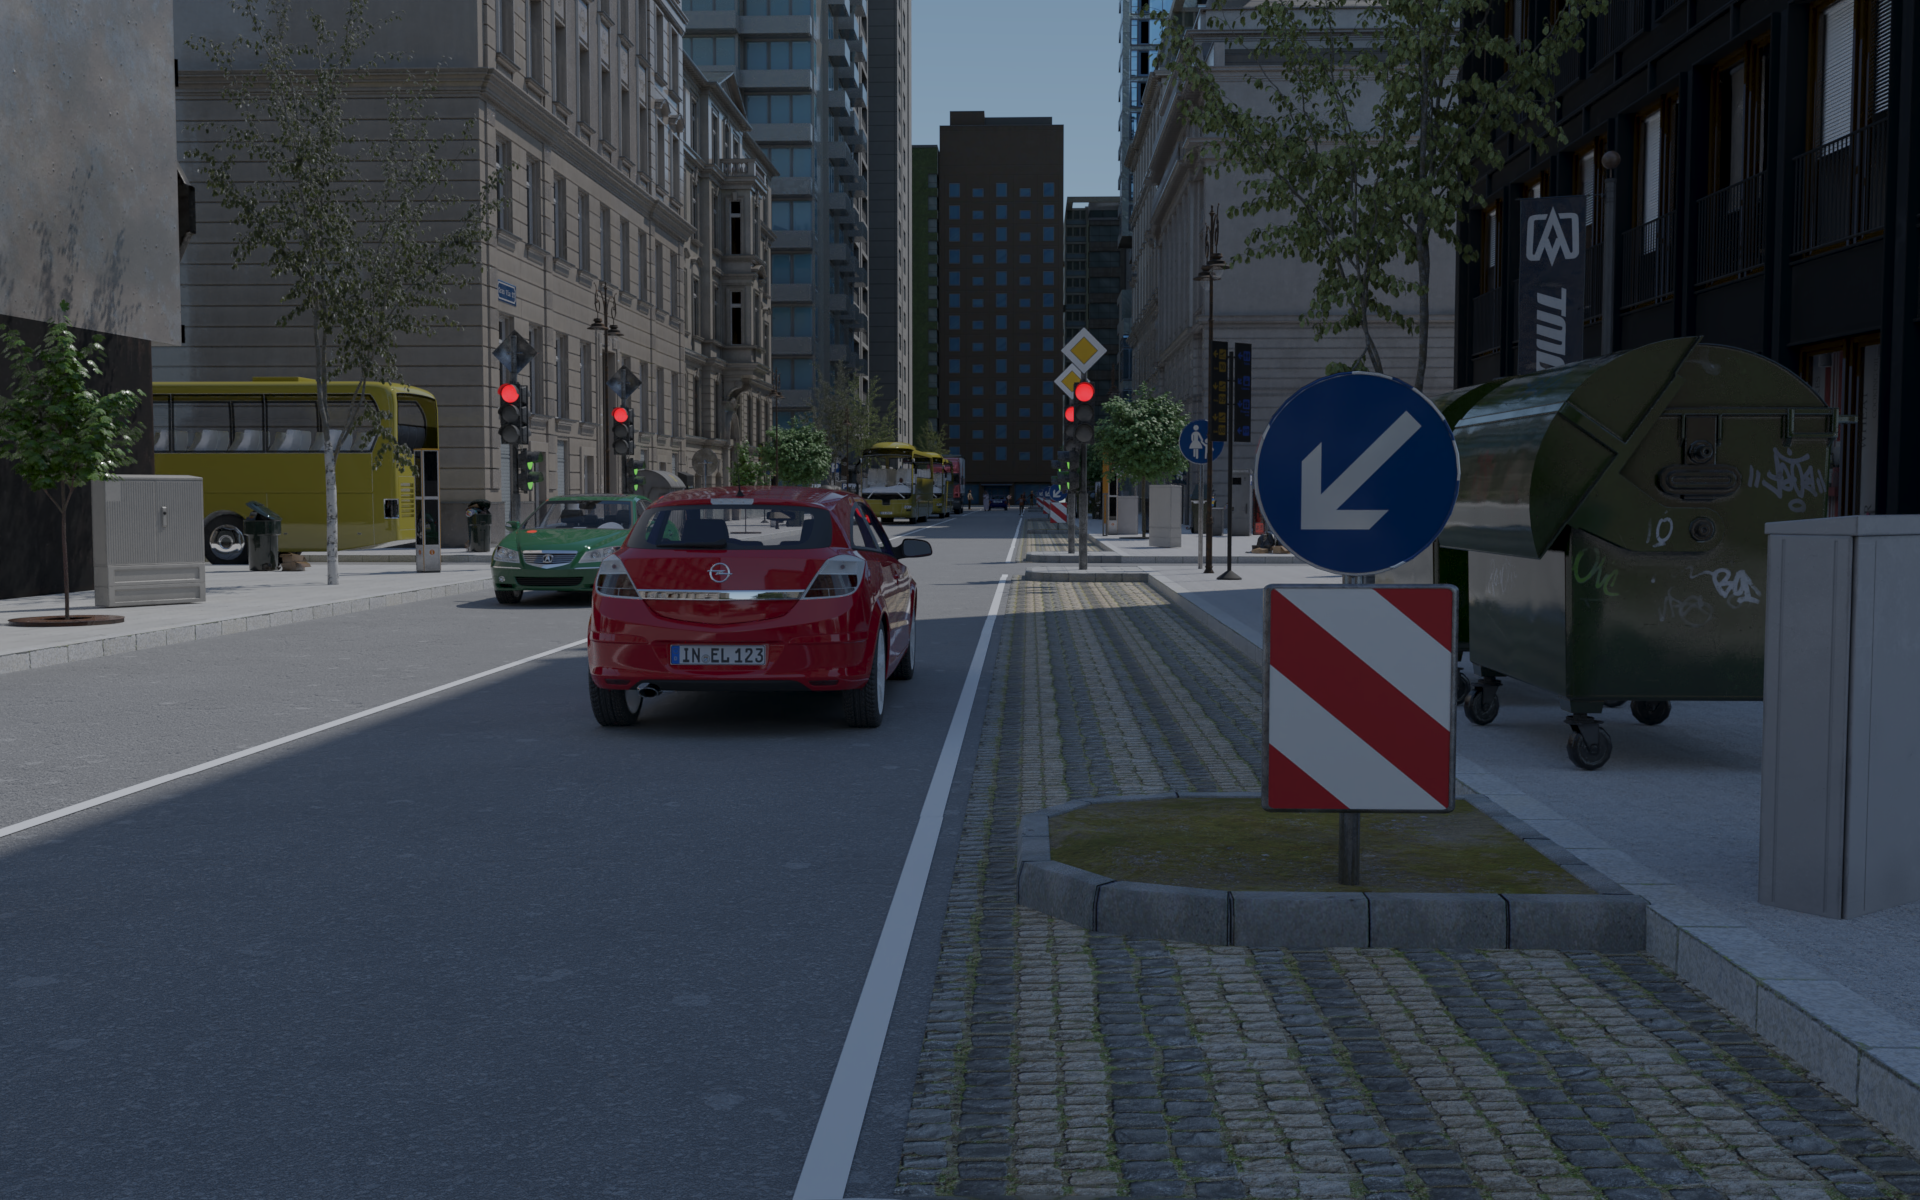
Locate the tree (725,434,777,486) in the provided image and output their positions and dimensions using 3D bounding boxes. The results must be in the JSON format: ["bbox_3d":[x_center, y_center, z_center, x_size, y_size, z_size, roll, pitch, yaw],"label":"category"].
[{"bbox_3d":[-6.964,-3.758,56.046,1.663,3.219,1.824,0,3,0],"label":"tree"}]

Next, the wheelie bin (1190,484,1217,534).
[{"bbox_3d":[7.870,-2.943,56.026,0.980,1.594,0.693,3,4,38],"label":"wheelie bin"}]

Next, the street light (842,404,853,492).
[{"bbox_3d":[-5.757,-7.082,88.571,0.468,5.910,1.993,0,4,2],"label":"street light"}]

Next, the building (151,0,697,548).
[{"bbox_3d":[-16.334,-15.610,52.486,12.463,27.353,25.104,0,4,2],"label":"building"}]

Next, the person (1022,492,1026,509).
[{"bbox_3d":[6.158,-9.541,165.966,0.415,1.643,0.593,0,4,2],"label":"person"}]

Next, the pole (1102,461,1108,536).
[{"bbox_3d":[4.424,-3.598,52.673,0.158,3.312,0.155,0,3,0],"label":"pole"}]

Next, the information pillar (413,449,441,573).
[{"bbox_3d":[-8.665,-1.449,28.182,0.304,2.012,0.304,-3,5,-42],"label":"information pillar"}]

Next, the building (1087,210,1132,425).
[{"bbox_3d":[19.959,-24.839,177.816,14.160,30.474,14.107,0,4,2],"label":"building"}]

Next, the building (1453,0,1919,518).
[{"bbox_3d":[13.316,-11.494,17.605,12.332,23.373,15.834,0,4,2],"label":"building"}]

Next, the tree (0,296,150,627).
[{"bbox_3d":[-8.755,-1.371,17.011,1.663,3.219,1.824,0,3,0],"label":"tree"}]

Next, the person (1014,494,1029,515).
[{"bbox_3d":[4.172,-6.481,117.729,1.065,1.426,0.557,1,4,18],"label":"person"}]

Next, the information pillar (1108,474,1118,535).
[{"bbox_3d":[4.774,-3.047,54.308,0.304,2.012,0.304,0,4,-3],"label":"information pillar"}]

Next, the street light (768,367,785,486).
[{"bbox_3d":[-6.688,-5.531,63.216,0.468,5.910,1.993,0,4,2],"label":"street light"}]

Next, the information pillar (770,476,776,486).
[{"bbox_3d":[-7.125,-3.781,66.319,0.304,2.012,0.304,0,4,-8],"label":"information pillar"}]

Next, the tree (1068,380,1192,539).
[{"bbox_3d":[5.312,-4.056,50.029,4.285,4.588,4.351,0,3,0],"label":"tree"}]

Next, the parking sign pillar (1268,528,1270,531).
[{"bbox_3d":[11.083,-4.362,59.787,1.447,3.967,1.447,0,4,5],"label":"parking sign pillar"}]

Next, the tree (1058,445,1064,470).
[{"bbox_3d":[6.821,-6.834,95.445,4.285,4.588,4.351,0,3,0],"label":"tree"}]

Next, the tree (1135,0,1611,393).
[{"bbox_3d":[4.151,-4.055,16.661,4.737,8.622,4.395,0,3,0],"label":"tree"}]

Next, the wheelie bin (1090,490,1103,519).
[{"bbox_3d":[7.071,-4.943,88.724,0.693,1.594,0.980,2,4,30],"label":"wheelie bin"}]

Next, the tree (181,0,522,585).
[{"bbox_3d":[-8.638,-4.518,24.237,4.360,8.622,3.978,0,3,0],"label":"tree"}]

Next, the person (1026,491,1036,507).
[{"bbox_3d":[7.437,-10.499,180.682,1.217,1.766,0.721,-2,4,-32],"label":"person"}]

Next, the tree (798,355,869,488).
[{"bbox_3d":[-6.841,-8.675,92.193,4.360,8.622,3.978,0,3,0],"label":"tree"}]

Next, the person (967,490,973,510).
[{"bbox_3d":[0.902,-9.048,156.437,0.705,1.823,1.348,1,4,17],"label":"person"}]

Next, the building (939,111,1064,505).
[{"bbox_3d":[5.013,-33.975,205.607,14.200,45.320,14.600,0,4,2],"label":"building"}]

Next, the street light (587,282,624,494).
[{"bbox_3d":[-7.715,-3.980,37.865,0.468,5.910,1.993,0,4,2],"label":"street light"}]

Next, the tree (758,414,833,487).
[{"bbox_3d":[-6.756,-5.377,71.629,4.285,4.588,4.351,0,3,0],"label":"tree"}]

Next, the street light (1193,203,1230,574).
[{"bbox_3d":[4.030,-3.369,27.872,0.468,5.910,1.993,0,4,2],"label":"street light"}]

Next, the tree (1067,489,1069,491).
[{"bbox_3d":[9.067,-8.712,137.039,1.663,3.219,1.824,0,3,0],"label":"tree"}]

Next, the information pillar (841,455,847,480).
[{"bbox_3d":[-6.869,-6.807,102.641,0.504,3.616,0.183,1,4,11],"label":"information pillar"}]

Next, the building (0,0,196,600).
[{"bbox_3d":[-20.009,-9.291,19.353,16.811,18.784,16.820,0,4,2],"label":"building"}]

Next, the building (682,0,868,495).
[{"bbox_3d":[-18.686,-31.086,127.872,23.786,49.044,30.456,0,4,2],"label":"building"}]

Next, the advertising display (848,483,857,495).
[{"bbox_3d":[-6.403,-5.828,100.502,0.974,1.923,0.123,-3,5,-41],"label":"advertising display"}]

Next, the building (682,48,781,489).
[{"bbox_3d":[-16.537,-16.108,82.456,14.460,24.649,34.723,0,4,2],"label":"building"}]

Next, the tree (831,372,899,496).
[{"bbox_3d":[-5.858,-9.480,105.362,4.737,8.622,4.395,0,3,0],"label":"tree"}]

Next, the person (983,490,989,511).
[{"bbox_3d":[2.174,-8.328,145.329,0.551,1.740,0.621,-1,4,-13],"label":"person"}]

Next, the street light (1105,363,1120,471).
[{"bbox_3d":[5.368,-5.389,60.905,0.468,5.910,1.993,0,4,2],"label":"street light"}]

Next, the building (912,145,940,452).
[{"bbox_3d":[-9.133,-31.947,205.923,14.086,41.232,14.154,0,4,2],"label":"building"}]

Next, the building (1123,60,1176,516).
[{"bbox_3d":[16.232,-18.470,99.240,12.463,27.353,25.104,0,4,2],"label":"building"}]

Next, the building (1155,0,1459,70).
[{"bbox_3d":[27.403,-26.620,127.120,32.217,40.220,23.993,0,4,2],"label":"building"}]

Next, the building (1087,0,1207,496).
[{"bbox_3d":[22.994,-51.424,153.456,22.319,86.520,31.000,0,4,2],"label":"building"}]

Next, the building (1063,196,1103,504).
[{"bbox_3d":[24.412,-31.874,213.023,23.993,40.220,32.217,0,4,2],"label":"building"}]

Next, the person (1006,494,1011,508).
[{"bbox_3d":[4.985,-10.129,177.292,0.799,1.438,0.628,1,4,22],"label":"person"}]

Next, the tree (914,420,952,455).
[{"bbox_3d":[-2.606,-13.562,172.103,4.737,8.622,4.395,0,3,0],"label":"tree"}]

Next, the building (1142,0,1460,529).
[{"bbox_3d":[15.304,-14.252,74.816,13.314,21.916,24.055,0,4,2],"label":"building"}]

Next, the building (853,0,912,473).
[{"bbox_3d":[-15.694,-45.049,174.801,20.611,71.187,20.563,0,4,2],"label":"building"}]
